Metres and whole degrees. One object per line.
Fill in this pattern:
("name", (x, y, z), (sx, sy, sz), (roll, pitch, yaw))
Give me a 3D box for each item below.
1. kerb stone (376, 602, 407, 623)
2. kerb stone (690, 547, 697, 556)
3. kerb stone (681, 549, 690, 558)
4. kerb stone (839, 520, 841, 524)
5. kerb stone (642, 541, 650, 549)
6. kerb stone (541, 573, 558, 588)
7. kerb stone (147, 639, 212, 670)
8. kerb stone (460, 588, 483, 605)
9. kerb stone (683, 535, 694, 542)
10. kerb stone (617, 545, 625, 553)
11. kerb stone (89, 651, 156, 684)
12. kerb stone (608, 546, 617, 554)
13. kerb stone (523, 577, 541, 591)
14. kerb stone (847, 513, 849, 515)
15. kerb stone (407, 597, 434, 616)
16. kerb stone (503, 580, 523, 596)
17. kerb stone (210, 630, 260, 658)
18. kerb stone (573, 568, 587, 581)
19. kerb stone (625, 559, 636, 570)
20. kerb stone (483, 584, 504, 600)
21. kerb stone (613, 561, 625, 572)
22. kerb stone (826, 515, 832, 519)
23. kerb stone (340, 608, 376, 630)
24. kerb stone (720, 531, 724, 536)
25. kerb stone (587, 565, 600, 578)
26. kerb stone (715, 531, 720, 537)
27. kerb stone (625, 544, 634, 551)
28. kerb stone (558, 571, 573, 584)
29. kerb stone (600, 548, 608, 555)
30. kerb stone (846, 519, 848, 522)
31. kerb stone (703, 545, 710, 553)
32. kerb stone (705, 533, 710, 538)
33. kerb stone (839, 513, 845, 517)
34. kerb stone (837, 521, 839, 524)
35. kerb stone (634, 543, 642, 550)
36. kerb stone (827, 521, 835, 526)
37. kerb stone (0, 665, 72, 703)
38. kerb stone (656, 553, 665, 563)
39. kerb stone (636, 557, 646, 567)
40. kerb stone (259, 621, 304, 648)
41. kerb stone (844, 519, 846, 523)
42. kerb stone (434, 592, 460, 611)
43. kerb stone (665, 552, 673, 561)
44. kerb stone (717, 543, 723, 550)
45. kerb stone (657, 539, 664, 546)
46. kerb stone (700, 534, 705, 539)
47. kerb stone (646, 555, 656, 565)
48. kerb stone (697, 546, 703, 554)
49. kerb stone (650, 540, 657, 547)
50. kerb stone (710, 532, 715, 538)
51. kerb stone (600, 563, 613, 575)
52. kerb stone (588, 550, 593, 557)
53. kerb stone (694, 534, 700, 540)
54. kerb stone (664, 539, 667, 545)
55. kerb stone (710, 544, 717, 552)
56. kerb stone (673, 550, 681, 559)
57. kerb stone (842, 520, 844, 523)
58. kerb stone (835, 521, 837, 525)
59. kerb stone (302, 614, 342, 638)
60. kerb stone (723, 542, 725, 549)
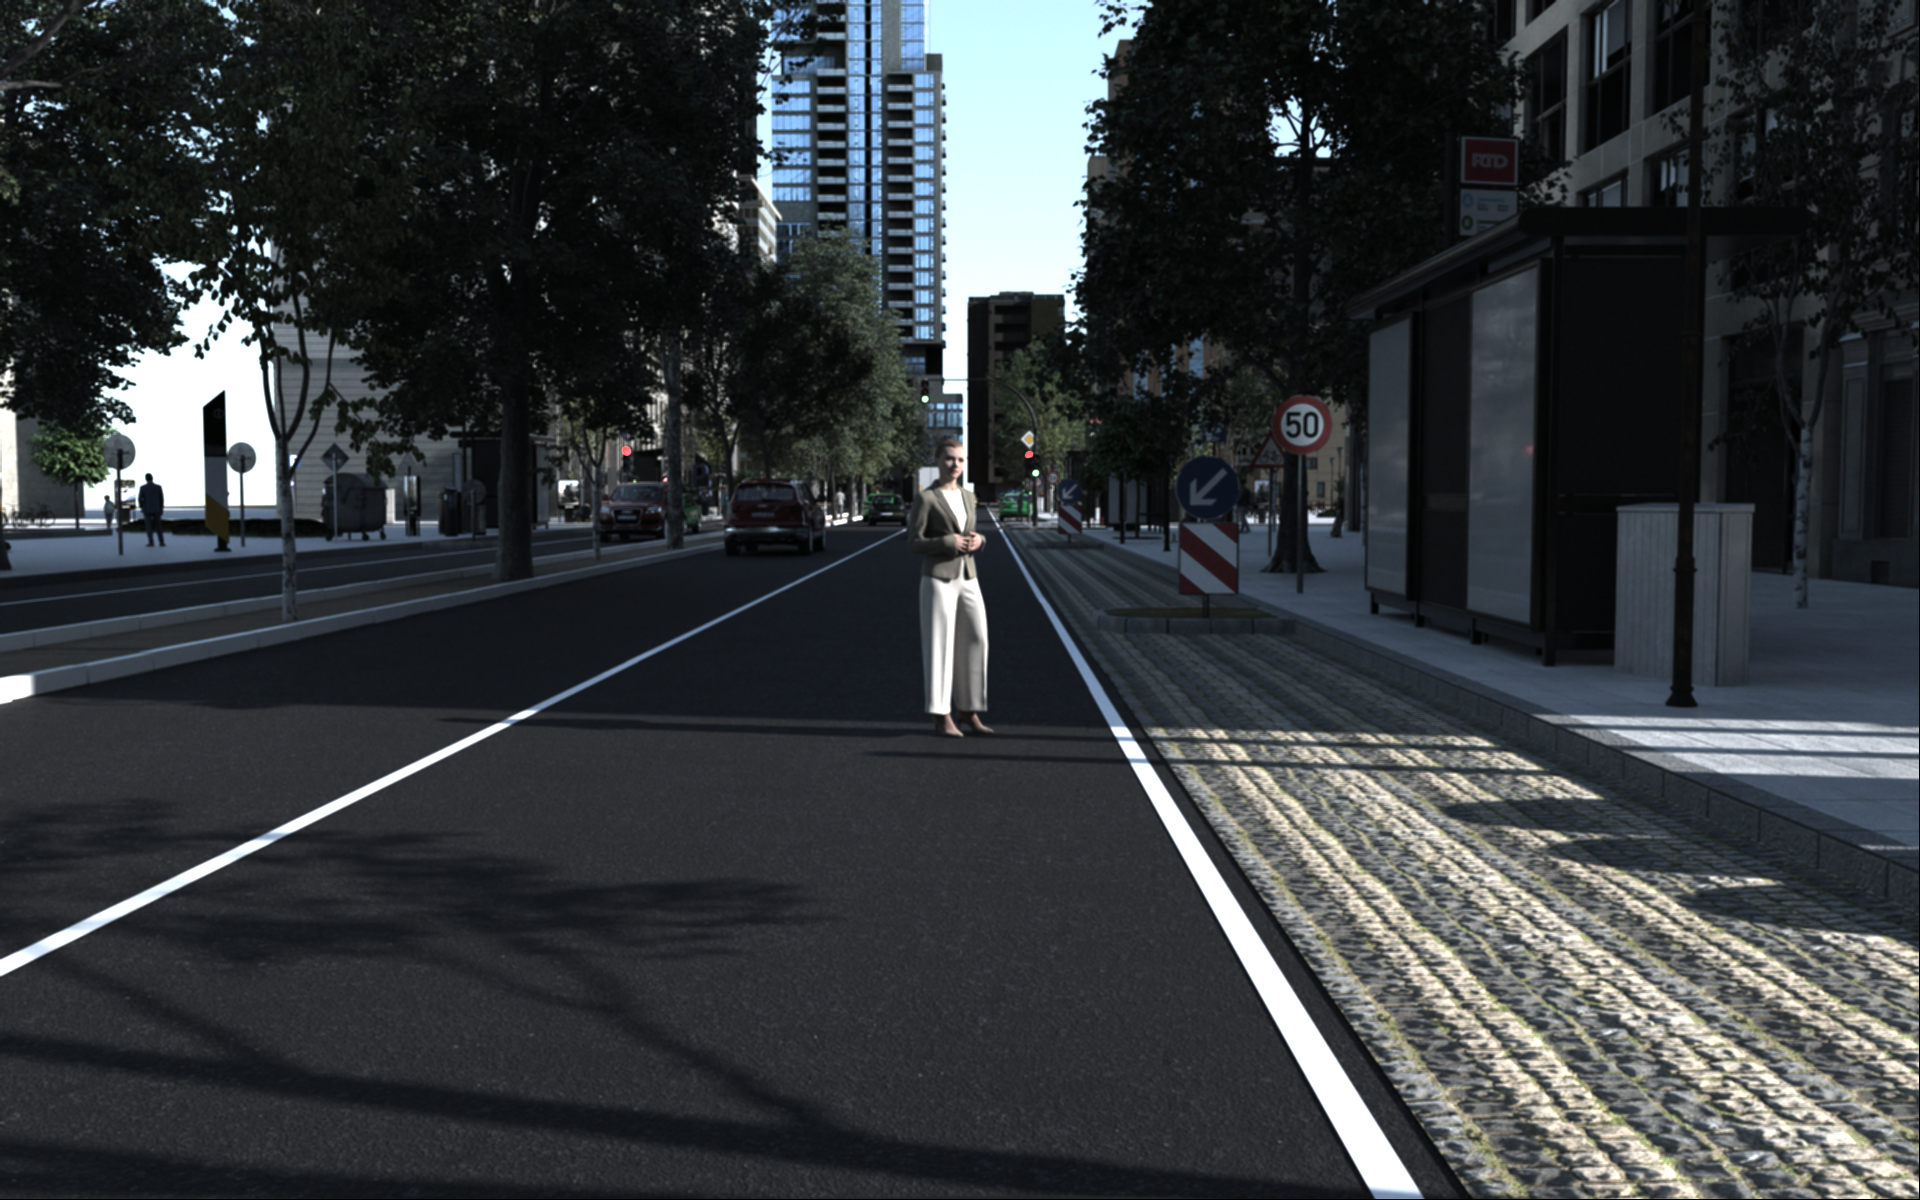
("kerb stone", (-6.536, 0.154, 19.683), (0.120, 0.150, 1.000), (0, 4, 1))
("kerb stone", (-6.313, -1.100, 40.180), (0.120, 0.150, 1.000), (0, 4, 1))
("kerb stone", (-6.314, -1.037, 39.158), (0.120, 0.150, 1.000), (0, 4, 1))
("kerb stone", (-5.849, -3.642, 81.738), (0.120, 0.150, 1.000), (0, 4, 1))
("kerb stone", (-8.349, -1.412, 45.348), (0.120, 0.150, 1.000), (0, 4, 1))
("kerb stone", (-6.457, -0.283, 26.864), (0.120, 0.150, 1.000), (0, 4, 1))
("kerb stone", (-6.601, 0.466, 14.570), (0.120, 0.150, 1.000), (0, 4, 1))
("kerb stone", (-6.505, -0.029, 22.755), (0.120, 0.150, 1.000), (0, 4, 1))
("kerb stone", (-8.279, -1.856, 52.540), (0.120, 0.150, 1.000), (0, 4, 1))
("kerb stone", (-8.391, -1.228, 42.281), (0.120, 0.150, 1.000), (0, 4, 1))
("kerb stone", (-6.609, 0.537, 13.543), (0.120, 0.150, 1.000), (0, 4, 1))
("kerb stone", (-8.405, -1.165, 41.260), (0.120, 0.150, 1.000), (0, 4, 1))
("kerb stone", (-6.476, -0.220, 25.834), (0.120, 0.150, 1.000), (0, 4, 1))
("kerb stone", (-7.581, -5.649, 114.556), (0.120, 0.150, 1.000), (0, 4, 1))
("kerb stone", (-6.534, 0.091, 20.708), (0.120, 0.150, 1.000), (0, 4, 1))
("kerb stone", (-6.487, -0.160, 24.804), (0.120, 0.150, 1.000), (0, 4, 1))
("kerb stone", (-6.591, 0.405, 15.593), (0.120, 0.150, 1.000), (0, 4, 1))
("kerb stone", (-6.437, -0.406, 28.910), (0.120, 0.150, 1.000), (0, 4, 1))
("kerb stone", (-6.392, -0.662, 33.015), (0.120, 0.150, 1.000), (0, 4, 1))
("kerb stone", (-6.489, -0.097, 23.780), (0.120, 0.150, 1.000), (0, 4, 1))
("kerb stone", (-6.406, -0.596, 31.988), (0.120, 0.150, 1.000), (0, 4, 1))
("kerb stone", (-7.714, -4.894, 102.254), (0.120, 0.150, 1.000), (0, 4, 1))
("kerb stone", (-6.560, 0.216, 18.661), (0.120, 0.150, 1.000), (0, 4, 1))
("kerb stone", (-8.207, -2.233, 58.698), (0.120, 0.150, 1.000), (0, 4, 1))
("kerb stone", (-6.432, -0.472, 29.939), (0.120, 0.150, 1.000), (0, 4, 1))
("kerb stone", (-8.220, -2.170, 57.676), (0.120, 0.150, 1.000), (0, 4, 1))
("kerb stone", (-8.380, -1.288, 43.303), (0.120, 0.150, 1.000), (0, 4, 1))
("kerb stone", (-6.447, -0.348, 27.887), (0.120, 0.150, 1.000), (0, 4, 1))
("kerb stone", (-8.416, -1.104, 40.238), (0.120, 0.150, 1.000), (0, 4, 1))
("kerb stone", (-5.792, -3.892, 85.827), (0.120, 0.150, 1.000), (0, 4, 1))
("kerb stone", (-6.290, -1.224, 42.237), (0.120, 0.150, 1.000), (0, 4, 1))
("kerb stone", (-8.241, -2.040, 55.619), (0.120, 0.150, 1.000), (0, 4, 1))
("kerb stone", (-7.623, -5.397, 110.445), (0.120, 0.150, 1.000), (0, 4, 1))
("kerb stone", (-5.858, -3.579, 80.711), (0.120, 0.150, 1.000), (0, 4, 1))
("kerb stone", (-8.362, -1.353, 44.325), (0.120, 0.150, 1.000), (0, 4, 1))
("kerb stone", (-5.882, -3.453, 78.656), (0.120, 0.150, 1.000), (0, 4, 1))
("kerb stone", (-6.629, 0.594, 12.521), (0.120, 0.150, 1.000), (0, 4, 1))
("kerb stone", (-6.353, -0.850, 36.089), (0.120, 0.150, 1.000), (0, 4, 1))
("kerb stone", (-6.380, -0.725, 34.044), (0.120, 0.150, 1.000), (0, 4, 1))
("kerb stone", (-6.573, 0.341, 16.615), (0.120, 0.150, 1.000), (0, 4, 1))
("kerb stone", (-5.810, -3.829, 84.805), (0.120, 0.150, 1.000), (0, 4, 1))
("kerb stone", (-6.515, 0.028, 21.733), (0.120, 0.150, 1.000), (0, 4, 1))
("kerb stone", (-6.350, -0.907, 37.111), (0.120, 0.150, 1.000), (0, 4, 1))
("kerb stone", (-6.271, -1.351, 44.287), (0.120, 0.150, 1.000), (0, 4, 1))
("kerb stone", (-8.333, -1.541, 47.398), (0.120, 0.150, 1.000), (0, 4, 1))
("kerb stone", (-8.250, -1.977, 54.589), (0.120, 0.150, 1.000), (0, 4, 1))
("kerb stone", (-6.369, -0.787, 35.066), (0.120, 0.150, 1.000), (0, 4, 1))
("kerb stone", (-6.308, -1.163, 41.209), (0.120, 0.150, 1.000), (0, 4, 1))
("kerb stone", (-8.348, -1.479, 46.376), (0.120, 0.150, 1.000), (0, 4, 1))
("kerb stone", (-8.225, -2.104, 56.648), (0.120, 0.150, 1.000), (0, 4, 1))
("kerb stone", (-6.415, -0.536, 30.966), (0.120, 0.150, 1.000), (0, 4, 1))
("kerb stone", (-8.428, -1.041, 39.214), (0.120, 0.150, 1.000), (0, 4, 1))
("kerb stone", (-8.261, -1.915, 53.567), (0.120, 0.150, 1.000), (0, 4, 1))
("kerb stone", (-8.328, -1.601, 48.420), (0.120, 0.150, 1.000), (0, 4, 1))
("kerb stone", (-6.281, -1.288, 43.259), (0.120, 0.150, 1.000), (0, 4, 1))
("kerb stone", (-6.335, -0.973, 38.136), (0.120, 0.150, 1.000), (0, 4, 1))
("kerb stone", (-5.823, -3.767, 83.783), (0.120, 0.150, 1.000), (0, 4, 1))
("kerb stone", (-5.872, -3.516, 79.688), (0.120, 0.150, 1.000), (0, 4, 1))
("kerb stone", (-6.567, 0.279, 17.639), (0.120, 0.150, 1.000), (0, 4, 1))
("kerb stone", (-6.252, -1.414, 45.309), (0.120, 0.150, 1.000), (0, 4, 1))
